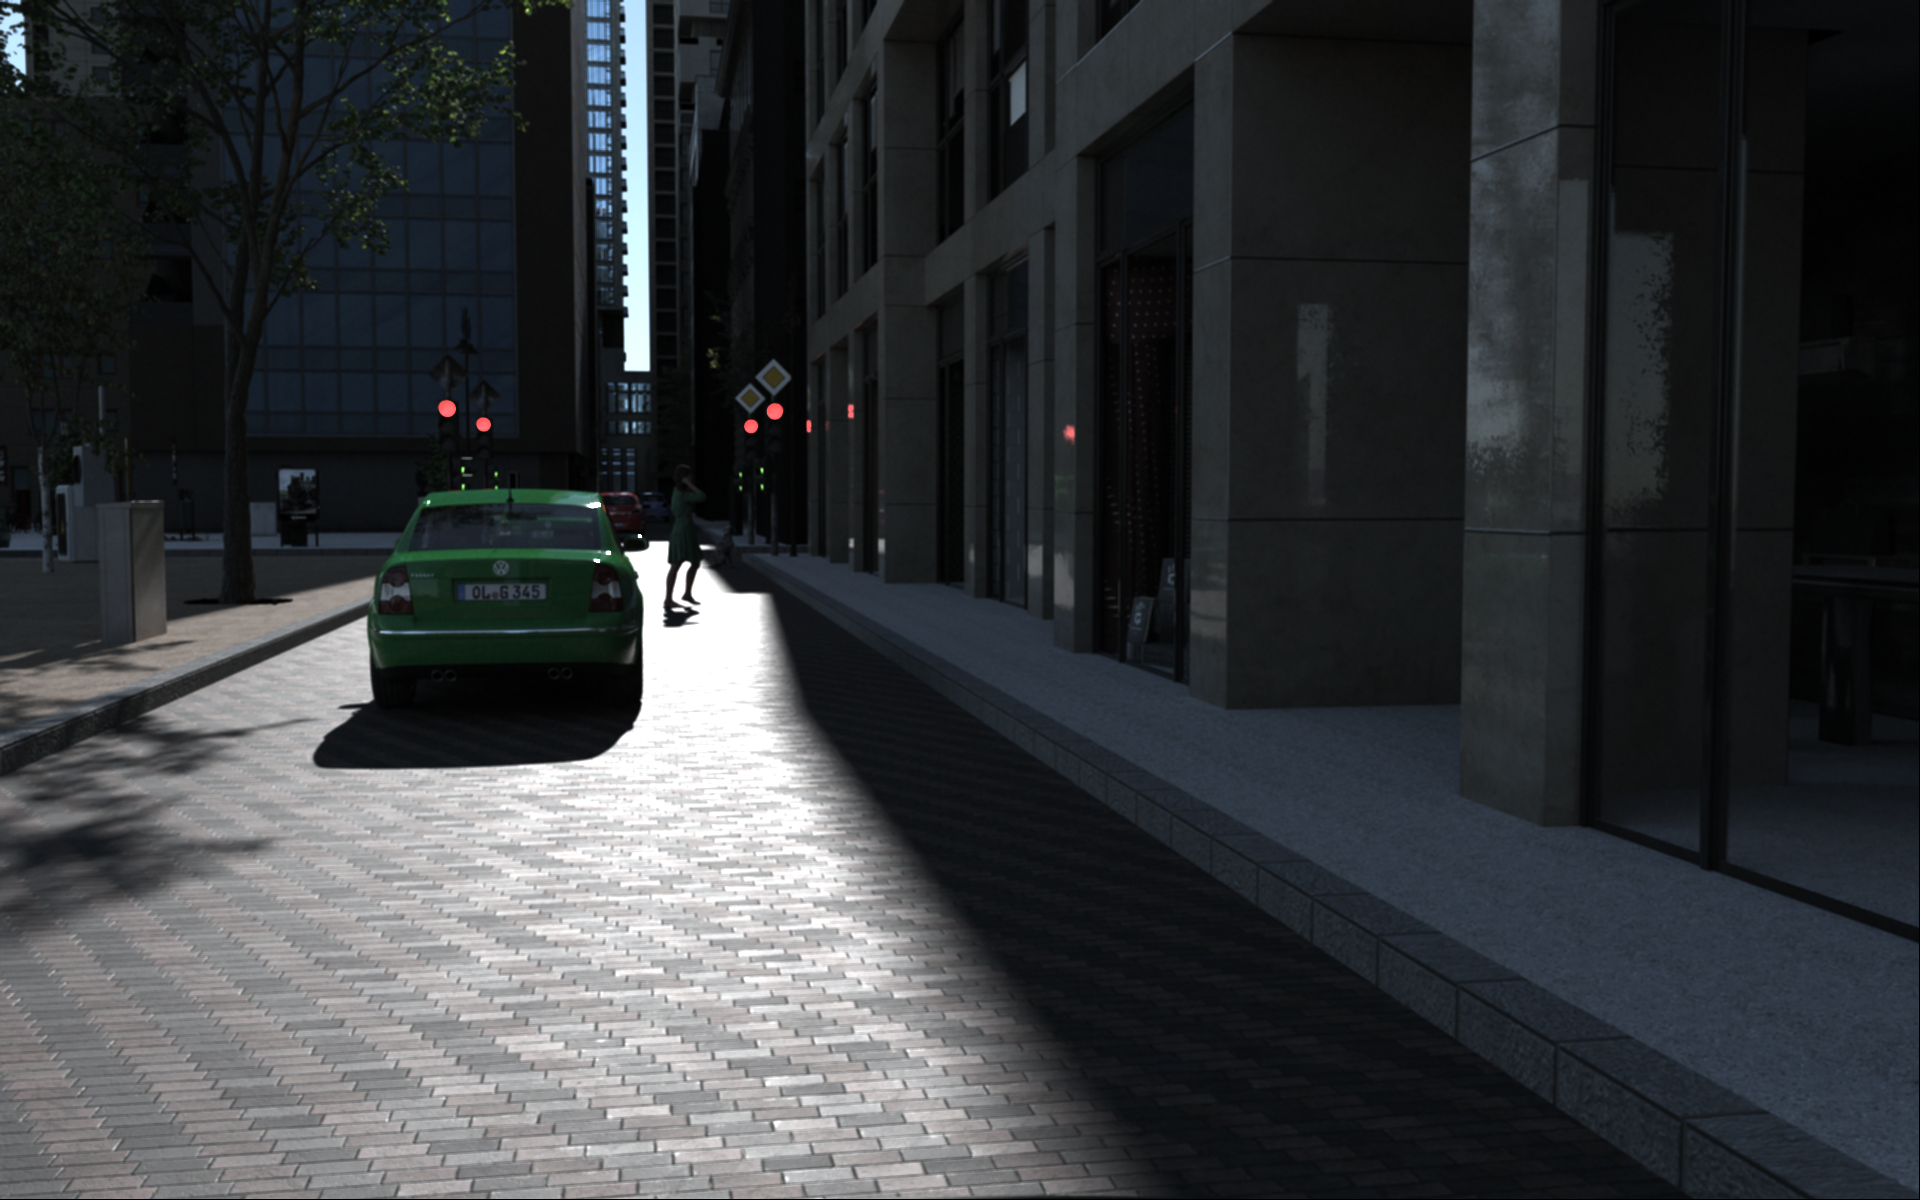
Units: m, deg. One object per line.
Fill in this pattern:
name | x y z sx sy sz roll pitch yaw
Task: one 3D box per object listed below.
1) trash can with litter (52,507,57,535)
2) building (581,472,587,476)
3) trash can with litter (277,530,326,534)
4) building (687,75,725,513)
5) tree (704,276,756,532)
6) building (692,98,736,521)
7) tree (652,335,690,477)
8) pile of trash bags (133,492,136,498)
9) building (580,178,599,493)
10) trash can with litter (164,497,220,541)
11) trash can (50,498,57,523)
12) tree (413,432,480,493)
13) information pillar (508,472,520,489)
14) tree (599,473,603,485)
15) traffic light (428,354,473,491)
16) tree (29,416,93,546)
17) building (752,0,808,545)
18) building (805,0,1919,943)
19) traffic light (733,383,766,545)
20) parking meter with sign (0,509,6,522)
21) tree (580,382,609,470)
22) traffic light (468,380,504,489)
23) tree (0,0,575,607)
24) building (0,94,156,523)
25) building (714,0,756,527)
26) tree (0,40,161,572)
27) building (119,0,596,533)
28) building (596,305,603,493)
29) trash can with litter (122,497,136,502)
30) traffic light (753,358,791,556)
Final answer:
trash can with litter | -27.936 -2.590 53.733 1.055 1.170 0.624 0 4 4
building | -39.410 -28.959 128.102 22.147 44.769 28.867 -1 4 -10
trash can with litter | -21.224 -2.720 55.521 1.678 1.210 2.233 -1 4 -9
building | -10.683 -17.792 108.915 12.078 24.808 19.932 -1 4 -10
tree | -6.763 -6.612 58.470 4.360 8.622 3.978 0 3 0
building | -7.603 -16.006 91.375 12.332 23.373 15.834 -1 4 -10
tree | -18.225 -12.546 123.255 7.486 12.596 7.792 0 3 0
pile of trash bags | -36.493 -3.900 73.521 3.447 1.369 1.912 -3 4 -37
building | -38.943 -23.178 150.668 14.160 30.474 14.107 -1 4 -10
trash can with litter | -21.407 -2.235 47.597 2.233 1.210 1.678 2 4 29
trash can | -32.233 -3.065 61.764 0.748 1.137 0.748 0 3 0
tree | -14.066 -3.221 47.272 1.663 3.219 1.824 0 3 0
information pillar | -14.755 -3.236 57.394 0.304 2.012 0.304 0 4 6
tree | -35.093 -10.911 162.107 4.285 4.588 4.351 0 3 0
traffic light | -10.230 -2.805 34.783 0.839 4.253 0.868 -1 4 -10
tree | -22.036 -2.974 43.222 1.663 3.219 1.824 0 3 0
building | 2.331 -13.491 50.250 15.834 23.373 12.332 -1 4 -10
building | 9.301 -13.219 20.643 19.350 26.468 34.151 -1 4 -10
traffic light | -5.313 -3.357 43.813 0.839 4.253 0.868 -1 4 -10
parking meter with sign | -29.193 -3.393 51.737 1.738 3.016 0.543 2 4 30
tree | -24.823 -9.858 111.542 4.360 8.622 3.978 0 3 0
traffic light | -11.667 -3.285 42.639 0.839 4.253 0.868 -1 4 -10
tree | -8.313 -5.766 20.035 9.928 11.665 9.643 0 3 0
building | -34.959 -15.033 90.834 27.650 21.520 28.899 -1 4 -10
building | -4.280 -14.915 72.740 11.050 23.489 19.941 -1 4 -10
tree | -14.877 -4.745 27.943 4.737 8.622 4.395 0 3 0
building | -20.944 -25.234 62.680 14.600 45.320 14.200 -1 4 -10
building | -51.472 -20.239 175.951 28.899 21.520 27.650 -1 4 -10
trash can with litter | -32.756 -3.478 68.260 0.624 1.170 1.055 0 4 -4
traffic light | -3.876 -2.877 35.958 0.839 4.253 0.868 -1 4 -10
